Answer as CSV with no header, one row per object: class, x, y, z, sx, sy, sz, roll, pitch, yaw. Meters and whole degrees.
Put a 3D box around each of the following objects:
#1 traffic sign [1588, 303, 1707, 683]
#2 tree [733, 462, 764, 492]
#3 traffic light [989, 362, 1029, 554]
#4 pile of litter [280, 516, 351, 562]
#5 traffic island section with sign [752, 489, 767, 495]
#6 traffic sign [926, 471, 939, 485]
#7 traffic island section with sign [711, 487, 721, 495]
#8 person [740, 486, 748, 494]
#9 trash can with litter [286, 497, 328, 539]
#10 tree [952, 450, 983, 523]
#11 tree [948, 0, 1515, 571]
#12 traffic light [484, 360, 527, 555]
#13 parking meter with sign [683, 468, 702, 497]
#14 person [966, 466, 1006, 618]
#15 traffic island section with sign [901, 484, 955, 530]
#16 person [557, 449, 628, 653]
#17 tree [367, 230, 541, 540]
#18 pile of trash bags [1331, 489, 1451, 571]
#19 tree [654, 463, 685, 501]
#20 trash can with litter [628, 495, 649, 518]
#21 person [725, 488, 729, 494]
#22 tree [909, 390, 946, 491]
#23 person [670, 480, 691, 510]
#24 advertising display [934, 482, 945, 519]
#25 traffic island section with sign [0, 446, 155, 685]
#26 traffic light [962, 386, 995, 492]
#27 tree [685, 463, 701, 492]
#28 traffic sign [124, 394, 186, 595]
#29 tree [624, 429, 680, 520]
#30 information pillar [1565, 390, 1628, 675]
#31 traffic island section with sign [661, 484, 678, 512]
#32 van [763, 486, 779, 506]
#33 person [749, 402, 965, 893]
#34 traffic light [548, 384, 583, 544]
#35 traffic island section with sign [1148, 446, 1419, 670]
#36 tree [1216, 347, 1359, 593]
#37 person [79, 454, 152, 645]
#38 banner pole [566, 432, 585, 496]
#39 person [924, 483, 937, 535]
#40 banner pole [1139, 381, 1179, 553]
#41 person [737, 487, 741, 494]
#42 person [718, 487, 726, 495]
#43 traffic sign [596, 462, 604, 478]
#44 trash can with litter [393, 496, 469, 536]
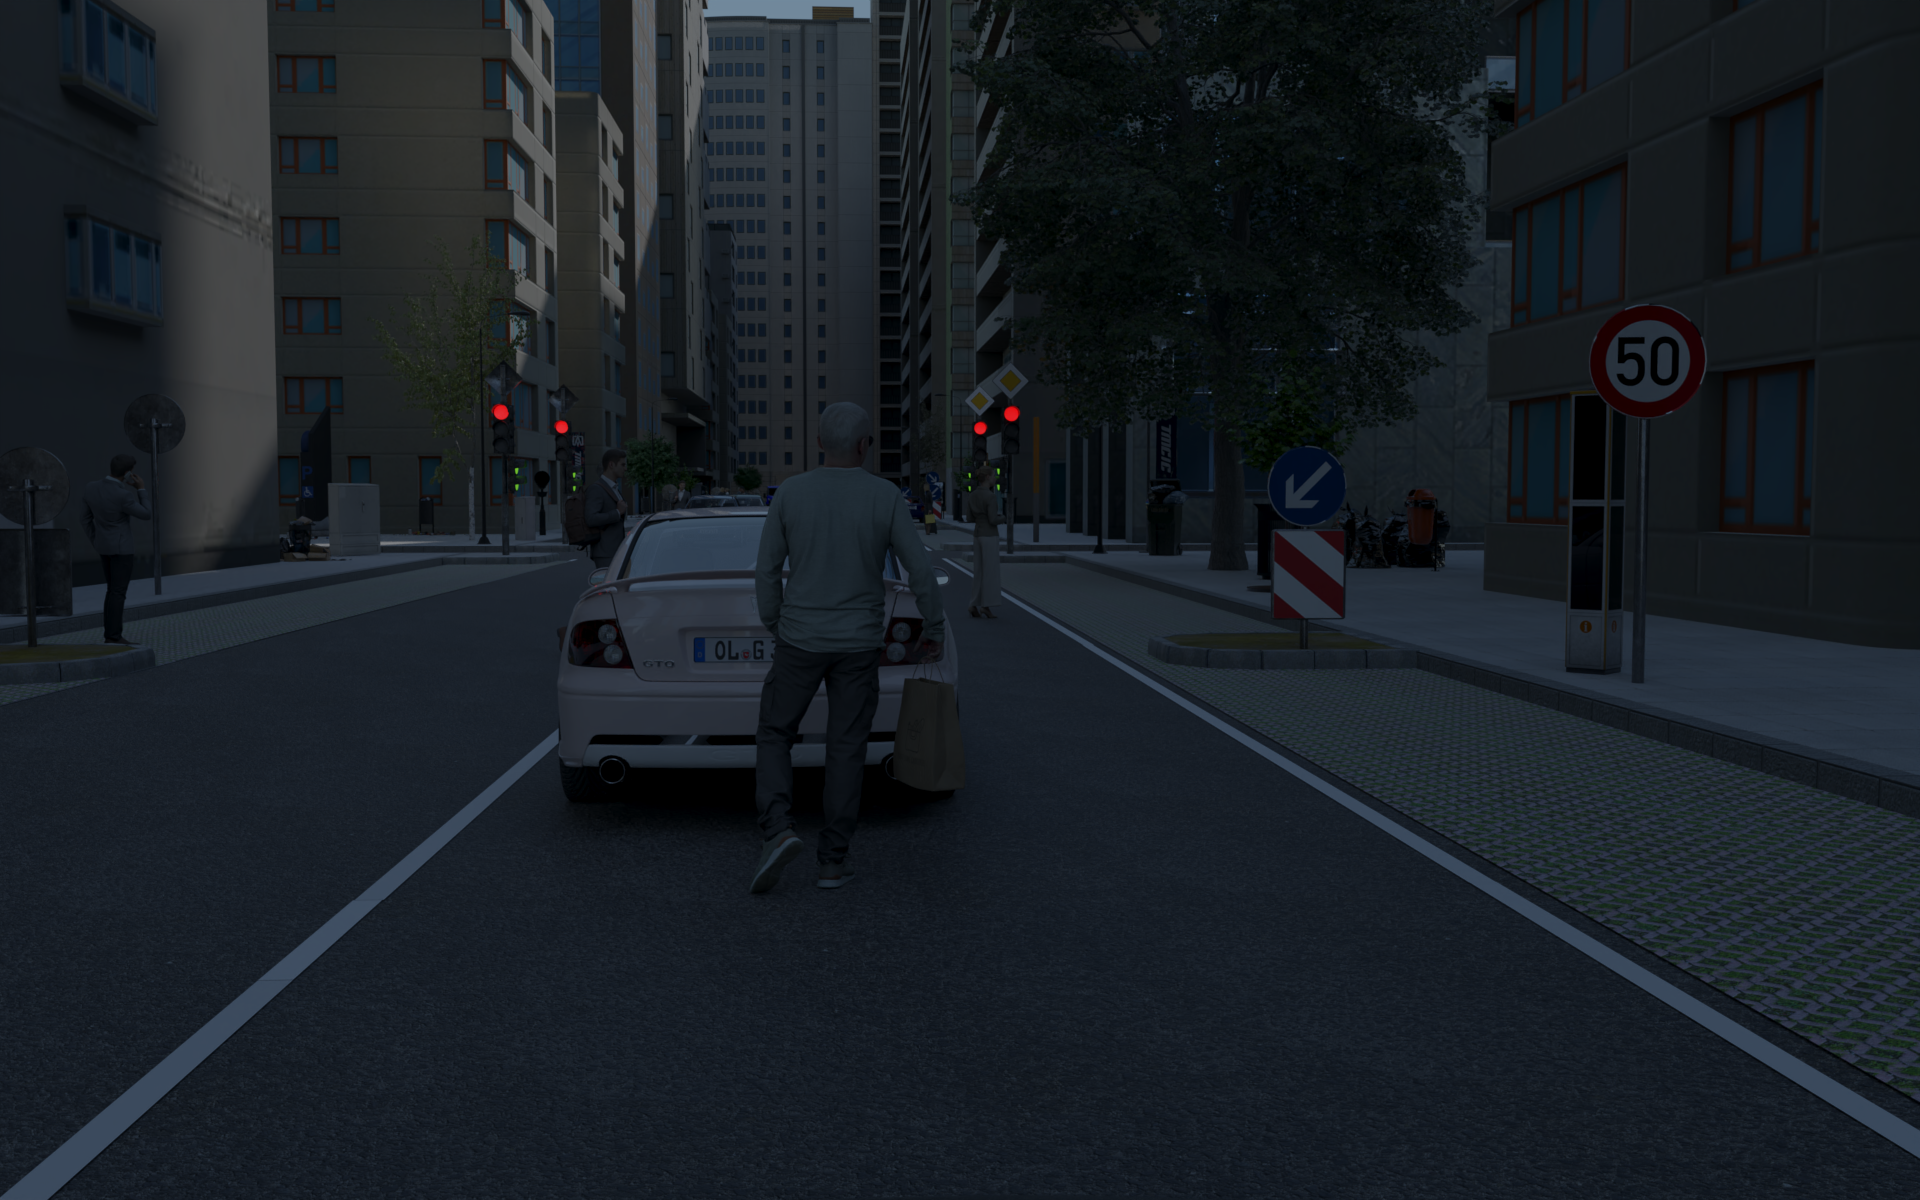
traffic sign,4.606,-0.708,11.689,0.768,2.556,0.104,0,4,6
tree,-21.788,-11.880,177.949,4.285,4.588,4.351,0,3,0
traffic light,1.056,-2.944,37.055,0.839,4.253,0.868,0,4,-4
pile of litter,-12.601,-1.177,33.207,1.719,0.858,1.176,0,4,-7
traffic island section with sign,-17.086,-8.396,145.904,1.989,1.847,2.006,0,4,-4
traffic sign,-1.539,-5.963,97.599,0.768,2.556,0.104,0,4,-4
traffic island section with sign,-13.581,-5.405,96.991,1.989,1.847,2.006,0,4,-4
person,-9.606,-4.167,76.972,0.623,1.781,0.721,0,3,0
trash can with litter,-18.775,-2.322,49.030,1.678,1.210,2.233,-1,4,-22
tree,0.348,-5.030,76.834,1.663,3.219,1.824,0,3,0
tree,4.443,-7.477,28.897,9.857,13.997,8.962,0,3,0
traffic light,-9.527,-2.897,36.284,0.839,4.253,0.868,0,4,-4
parking meter with sign,-17.866,-7.426,117.681,1.738,3.016,0.543,0,4,1
person,0.327,-0.669,19.983,0.362,1.759,0.519,-3,4,-36
traffic island section with sign,-1.218,-3.734,69.674,1.989,1.847,2.006,0,4,-4
person,-3.149,-0.422,15.369,0.822,1.834,0.622,0,4,-6
tree,-13.757,-5.956,47.738,4.737,8.622,4.395,0,3,0
pile of trash bags,7.599,-1.247,30.147,1.912,1.369,3.447,0,4,-3
tree,-16.516,-6.261,96.964,1.663,3.219,1.824,0,3,0
trash can with litter,-17.364,-5.048,93.594,2.233,1.210,1.678,0,4,-3
person,-14.364,-6.020,107.146,0.641,1.798,0.478,0,4,-6
tree,-1.863,-10.592,123.545,4.360,8.622,3.978,0,3,0
person,-8.198,-2.595,50.891,0.622,1.834,0.822,-1,4,-14
advertising display,-1.061,-5.176,89.840,0.123,1.923,0.974,-2,4,-30
traffic island section with sign,-7.624,-0.315,13.773,1.989,1.847,2.006,0,4,-4
traffic light,0.486,-3.431,45.020,0.839,4.253,0.868,0,4,-4
tree,-17.071,-6.876,107.024,1.663,3.219,1.824,0,3,0
traffic sign,-10.217,-1.338,21.990,0.768,2.556,0.104,0,4,-3
tree,-15.562,-6.318,87.021,4.285,4.588,4.351,0,3,0
information pillar,4.561,-0.484,12.411,0.304,2.012,0.304,3,5,44
traffic island section with sign,-11.625,-3.728,69.589,1.989,1.847,2.006,0,4,-4
van,-13.167,-7.447,126.144,2.240,2.365,5.245,0,4,-6
person,-0.374,0.163,6.326,0.782,1.767,0.515,0,4,-4
traffic light,-10.097,-3.384,44.249,0.839,4.253,0.868,0,4,-4
traffic island section with sign,2.694,-0.390,15.002,1.989,1.847,2.006,0,4,-4
tree,4.439,-1.723,22.767,1.663,3.219,1.824,0,3,0
person,-7.850,-0.456,16.132,0.592,1.802,0.473,3,4,36
banner pole,-13.698,-4.368,61.440,0.863,3.779,0.401,-1,4,-12
person,-1.041,-3.181,60.719,0.699,1.804,1.509,1,4,14
banner pole,4.342,-2.923,37.806,0.863,3.779,0.401,0,4,-2
person,-11.612,-5.099,92.044,0.590,1.801,0.661,0,4,6
person,-12.704,-5.278,95.017,1.509,1.804,0.699,2,4,29
traffic sign,-13.325,-3.989,65.324,0.768,2.556,0.104,0,4,-2
trash can with litter,-16.345,-2.618,53.858,2.233,1.210,1.678,1,4,22
